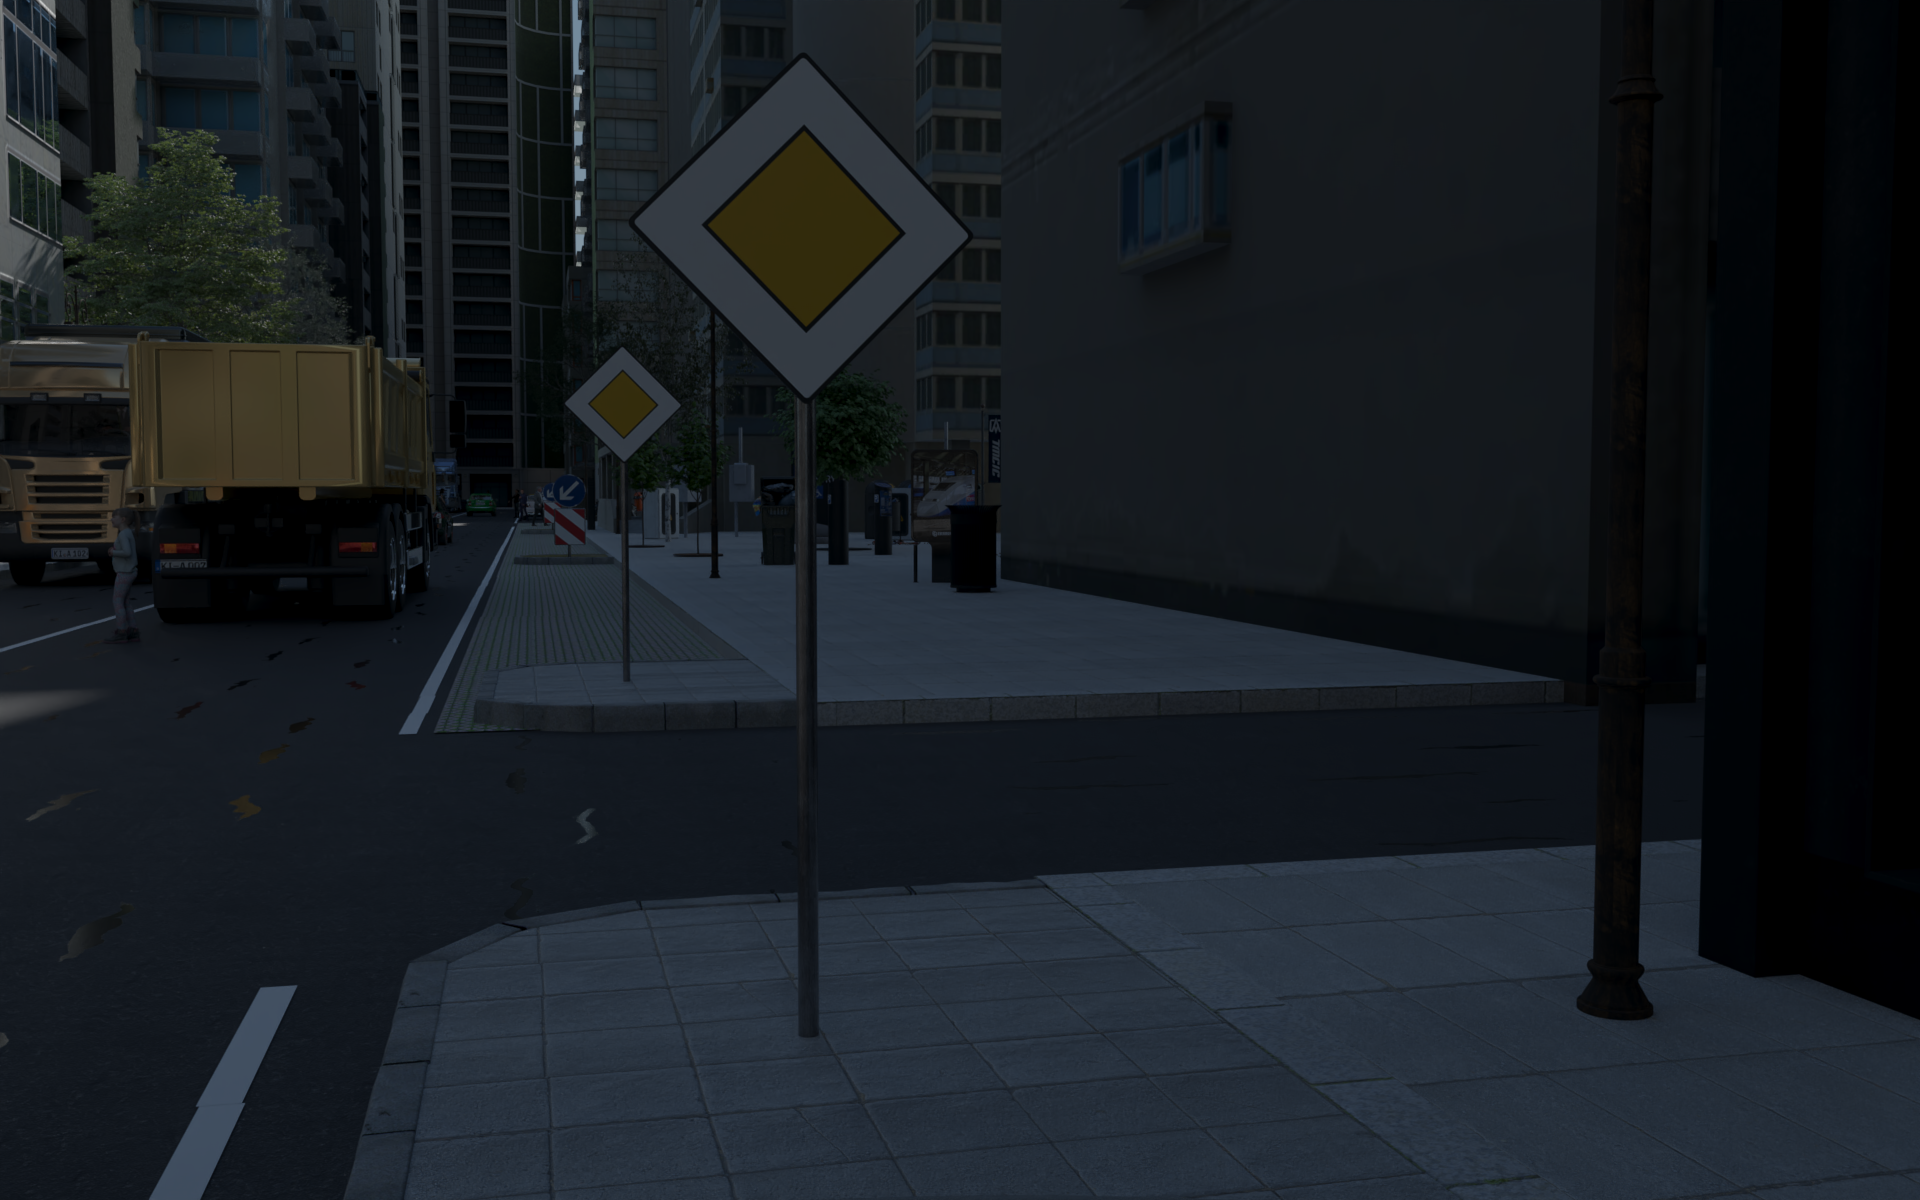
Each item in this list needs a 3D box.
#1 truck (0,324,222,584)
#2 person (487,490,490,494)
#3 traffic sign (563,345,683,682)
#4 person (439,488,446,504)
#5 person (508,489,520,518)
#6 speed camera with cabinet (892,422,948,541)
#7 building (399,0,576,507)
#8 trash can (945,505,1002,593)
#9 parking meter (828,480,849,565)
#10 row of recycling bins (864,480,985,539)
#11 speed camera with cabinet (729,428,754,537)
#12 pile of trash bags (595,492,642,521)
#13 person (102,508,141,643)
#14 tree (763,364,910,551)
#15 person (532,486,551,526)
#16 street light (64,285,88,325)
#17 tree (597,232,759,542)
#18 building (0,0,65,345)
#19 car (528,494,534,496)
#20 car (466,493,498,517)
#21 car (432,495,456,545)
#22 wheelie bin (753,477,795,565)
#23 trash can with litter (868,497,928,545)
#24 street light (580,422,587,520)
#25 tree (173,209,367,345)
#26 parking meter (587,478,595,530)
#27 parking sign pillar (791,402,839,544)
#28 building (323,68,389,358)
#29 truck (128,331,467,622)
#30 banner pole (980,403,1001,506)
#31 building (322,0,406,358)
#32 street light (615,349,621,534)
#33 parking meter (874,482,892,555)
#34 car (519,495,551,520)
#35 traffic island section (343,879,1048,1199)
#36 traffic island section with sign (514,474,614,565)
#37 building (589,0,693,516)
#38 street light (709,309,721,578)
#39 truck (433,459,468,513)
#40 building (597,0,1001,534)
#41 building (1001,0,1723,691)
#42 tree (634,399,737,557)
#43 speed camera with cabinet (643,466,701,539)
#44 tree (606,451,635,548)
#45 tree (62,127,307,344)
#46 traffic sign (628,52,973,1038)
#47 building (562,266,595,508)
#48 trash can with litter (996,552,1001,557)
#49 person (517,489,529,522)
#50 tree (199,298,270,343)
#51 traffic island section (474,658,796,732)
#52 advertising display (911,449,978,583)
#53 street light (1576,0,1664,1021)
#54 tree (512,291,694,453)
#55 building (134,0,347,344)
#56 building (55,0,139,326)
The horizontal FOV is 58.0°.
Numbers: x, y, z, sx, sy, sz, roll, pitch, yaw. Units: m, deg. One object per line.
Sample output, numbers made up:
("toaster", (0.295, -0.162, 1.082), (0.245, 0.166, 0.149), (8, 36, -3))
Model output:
("truck", (-14.710, -2.575, 31.017), (2.839, 4.237, 11.283), (-1, 4, -14))
("person", (-36.103, -7.528, 132.305), (0.721, 1.735, 1.217), (2, 4, 26))
("traffic sign", (-2.285, -0.499, 11.796), (0.795, 2.450, 0.064), (-1, 4, -14))
("person", (-27.420, -5.068, 92.087), (0.721, 1.735, 1.217), (-1, 4, -14))
("person", (-26.447, -5.734, 103.066), (1.217, 1.723, 0.721), (3, 4, 36))
("speed camera with cabinet", (-1.086, -3.261, 47.646), (2.038, 3.252, 0.660), (1, 4, 23))
("building", (-48.957, -44.922, 172.732), (20.611, 71.187, 20.563), (-1, 4, -14))
("trash can", (0.178, -0.673, 22.654), (0.748, 1.137, 0.748), (0, 3, 0))
("parking meter", (-2.206, -1.406, 31.406), (0.372, 1.533, 0.369), (0, 3, 0))
("row of recycling bins", (-1.022, -2.604, 49.681), (3.534, 1.692, 1.069), (-1, 4, -20))
("speed camera with cabinet", (-5.832, -3.511, 51.737), (2.038, 3.252, 0.660), (0, 4, 2))
("pile of trash bags", (-16.130, -4.454, 82.575), (1.912, 1.369, 3.447), (2, 4, 25))
("person", (-8.098, -0.241, 16.725), (0.394, 1.301, 0.425), (-3, 5, -40))
("tree", (-2.822, -3.423, 39.684), (4.285, 4.588, 4.351), (0, 3, 0))
("person", (-18.665, -4.170, 77.072), (0.834, 1.777, 0.661), (0, 4, 3))
("street light", (-19.584, -4.021, 38.538), (0.468, 5.910, 1.993), (-1, 4, -14))
("tree", (-7.595, -5.860, 46.166), (4.360, 8.622, 3.978), (0, 3, 0))
("building", (-88.168, -50.201, 133.460), (31.000, 86.520, 22.319), (-1, 4, -14))
("car", (-37.323, -8.691, 152.316), (2.015, 1.641, 3.980), (-1, 4, -14))
("car", (-30.978, -6.321, 112.151), (1.959, 1.807, 4.718), (-1, 4, -13))
("car", (-15.521, -2.440, 49.681), (2.009, 1.686, 4.222), (-1, 4, -13))
("wheelie bin", (-3.264, -1.438, 31.425), (0.980, 1.594, 0.693), (0, 4, -6))
("trash can with litter", (-1.361, -2.021, 44.095), (2.233, 1.210, 1.678), (-1, 4, -13))
("street light", (-18.335, -6.854, 84.850), (0.468, 5.910, 1.993), (-1, 4, -14))
("tree", (-30.225, -10.106, 75.607), (12.009, 13.543, 11.850), (0, 3, 0))
("parking meter", (-13.209, -3.443, 61.997), (0.255, 1.863, 0.399), (-1, 4, -18))
("parking sign pillar", (-3.721, -3.450, 44.875), (1.447, 3.967, 1.447), (0, 4, -3))
("building", (-46.589, -21.125, 117.100), (14.160, 30.474, 14.107), (-1, 4, -14))
("truck", (-8.573, -1.667, 23.174), (3.469, 3.379, 9.791), (-1, 4, -13))
("banner pole", (0.849, -3.547, 48.016), (0.863, 3.779, 0.401), (-1, 4, -15))
("building", (-59.075, -33.605, 138.674), (27.495, 52.752, 28.713), (-1, 4, -14))
("street light", (-10.962, -5.050, 55.357), (0.468, 5.910, 1.993), (-1, 4, -14))
("parking meter", (-1.615, -1.714, 36.436), (0.372, 1.533, 0.369), (0, 3, 0))
("car", (-23.616, -5.180, 97.059), (2.083, 1.381, 4.827), (-1, 4, -16))
("traffic island section", (-0.341, 1.110, 4.128), (2.009, 0.180, 2.903), (-1, 4, -14))
("traffic island section with sign", (-8.189, -1.659, 35.758), (1.989, 1.847, 2.006), (-1, 4, -14))
("building", (-13.118, -25.157, 94.906), (14.154, 41.232, 14.086), (-1, 4, -14))
("street light", (-3.741, -3.271, 26.264), (0.468, 5.910, 1.993), (-1, 4, -14))
("truck", (-40.556, -9.000, 136.913), (2.967, 4.110, 18.799), (-1, 4, -12))
("building", (2.628, -22.885, 66.046), (32.217, 40.220, 23.993), (-1, 4, -14))
("building", (11.851, -24.424, 23.030), (21.600, 48.544, 21.300), (-1, 4, -14))
("tree", (-5.532, -2.507, 35.592), (1.663, 3.219, 1.824), (0, 3, 0))
("speed camera with cabinet", (-8.285, -3.401, 49.936), (0.660, 3.252, 2.038), (2, 4, 28))
("tree", (-7.545, -2.885, 41.763), (1.663, 3.219, 1.824), (0, 3, 0))
("tree", (-24.112, -8.298, 53.802), (7.486, 12.596, 7.792), (0, 3, 0))
("traffic sign", (-0.362, -0.025, 4.045), (0.795, 2.450, 0.064), (-1, 4, -14))
("building", (-19.630, -18.569, 148.642), (27.650, 21.520, 28.899), (-1, 4, -14))
("trash can with litter", (1.139, -1.515, 35.823), (1.678, 1.210, 2.233), (1, 4, 14))
("person", (-22.756, -4.939, 90.172), (0.541, 1.710, 0.530), (3, 5, 43))
("tree", (-26.917, -6.875, 62.773), (4.360, 8.622, 3.978), (0, 3, 0))
("traffic island section", (-2.264, 0.636, 11.879), (2.009, 0.180, 2.903), (-1, 4, -14))
("advertising display", (-0.223, -1.211, 25.017), (0.974, 1.923, 0.123), (1, 4, 9))
("street light", (1.628, -1.917, 4.128), (0.468, 5.910, 1.993), (-1, 4, -14))
("tree", (-15.980, -8.844, 79.007), (8.767, 10.594, 7.601), (-1, 4, -17))
("building", (-46.044, -29.000, 93.756), (23.786, 49.044, 30.456), (-1, 4, -14))
("building", (-37.113, -17.594, 59.360), (14.160, 30.474, 14.107), (-1, 4, -14))
